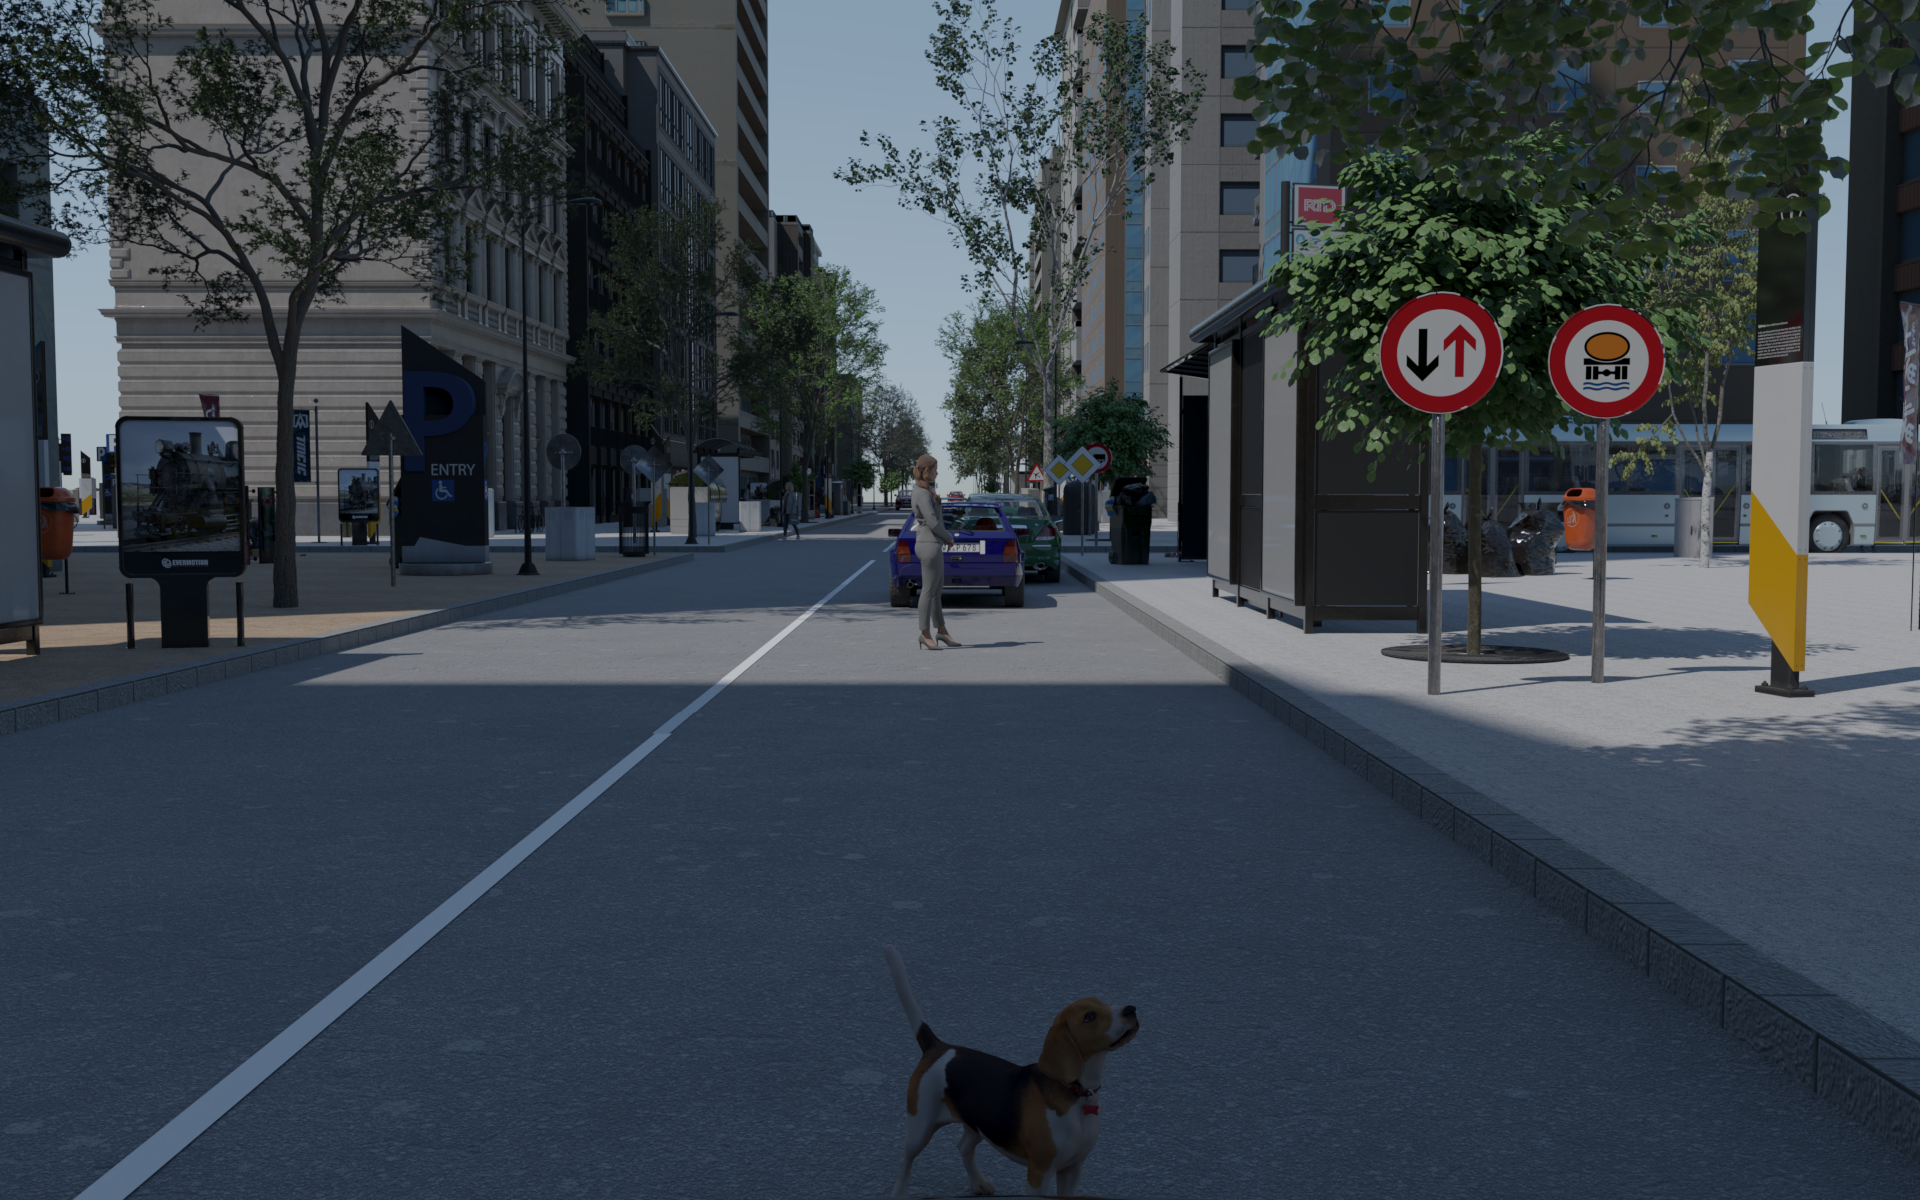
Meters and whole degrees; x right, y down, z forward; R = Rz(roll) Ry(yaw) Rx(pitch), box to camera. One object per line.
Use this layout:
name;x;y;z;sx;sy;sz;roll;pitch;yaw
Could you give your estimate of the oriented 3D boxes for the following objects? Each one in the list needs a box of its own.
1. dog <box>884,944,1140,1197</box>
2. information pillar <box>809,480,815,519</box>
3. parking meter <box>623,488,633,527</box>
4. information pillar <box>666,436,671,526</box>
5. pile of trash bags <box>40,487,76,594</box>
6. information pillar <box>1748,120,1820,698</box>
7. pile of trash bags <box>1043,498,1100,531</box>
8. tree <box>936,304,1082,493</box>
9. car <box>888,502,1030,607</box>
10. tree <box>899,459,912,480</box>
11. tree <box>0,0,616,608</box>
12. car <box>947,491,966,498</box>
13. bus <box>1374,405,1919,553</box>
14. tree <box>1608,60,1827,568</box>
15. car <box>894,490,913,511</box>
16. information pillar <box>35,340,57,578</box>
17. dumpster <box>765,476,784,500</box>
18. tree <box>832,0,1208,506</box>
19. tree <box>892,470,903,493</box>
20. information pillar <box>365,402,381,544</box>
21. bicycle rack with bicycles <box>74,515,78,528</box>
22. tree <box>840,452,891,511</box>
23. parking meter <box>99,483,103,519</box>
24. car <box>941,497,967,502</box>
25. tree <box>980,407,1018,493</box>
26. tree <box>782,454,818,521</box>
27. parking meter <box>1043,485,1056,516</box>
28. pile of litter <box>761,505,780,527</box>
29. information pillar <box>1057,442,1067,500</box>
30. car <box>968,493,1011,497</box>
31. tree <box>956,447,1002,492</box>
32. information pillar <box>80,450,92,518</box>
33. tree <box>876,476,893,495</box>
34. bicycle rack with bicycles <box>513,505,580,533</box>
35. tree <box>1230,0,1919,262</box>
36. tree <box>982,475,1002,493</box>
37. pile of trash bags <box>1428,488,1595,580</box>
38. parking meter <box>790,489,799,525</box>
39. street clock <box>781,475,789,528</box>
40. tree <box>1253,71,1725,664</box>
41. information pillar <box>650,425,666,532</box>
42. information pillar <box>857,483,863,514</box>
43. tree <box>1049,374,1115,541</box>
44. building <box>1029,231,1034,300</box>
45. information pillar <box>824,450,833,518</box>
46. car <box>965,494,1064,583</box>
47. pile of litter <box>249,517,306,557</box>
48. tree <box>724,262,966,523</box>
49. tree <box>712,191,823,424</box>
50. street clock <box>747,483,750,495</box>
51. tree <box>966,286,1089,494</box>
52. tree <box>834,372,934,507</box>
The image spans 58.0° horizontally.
dog;0.083;0.974;3.364;0.540;0.507;0.406;1;4;8
information pillar;-7.529;-5.101;87.896;0.304;2.012;0.304;0;4;-6
parking meter;-12.924;-3.609;67.411;0.372;1.533;0.369;0;3;0
information pillar;-11.861;-4.815;70.080;0.183;3.616;0.504;2;4;25
pile of trash bags;-12.877;-0.757;22.128;3.447;1.369;1.912;0;4;8
information pillar;5.255;-1.204;11.046;0.183;3.616;0.504;-1;4;-11
pile of trash bags;4.465;-3.107;60.550;3.447;1.369;1.912;0;4;4
tree;2.832;-11.480;104.708;9.611;12.733;9.660;0;3;0
car;-0.021;-0.655;23.290;1.945;1.354;3.894;0;4;1
tree;-8.389;-21.073;278.961;7.601;10.594;8.767;-2;4;-35
tree;-7.671;-5.172;18.981;8.767;10.594;7.601;0;4;-1
car;-0.470;-12.093;206.389;2.281;1.827;5.304;0;3;0
bus;16.261;-2.710;39.174;13.247;3.499;2.948;0;4;-2
tree;12.876;-4.873;30.034;4.737;8.622;4.395;0;3;0
car;-4.614;-8.763;151.946;2.281;1.827;5.304;0;4;0
information pillar;-14.187;-2.153;26.555;0.504;3.616;0.183;1;4;15
dumpster;-9.035;-5.203;87.570;1.502;2.255;1.985;0;4;0
tree;2.042;-12.781;64.866;12.611;20.169;13.585;0;3;0
tree;-8.651;-14.184;215.616;4.285;4.588;4.351;0;3;0
information pillar;-15.037;-3.243;44.370;0.183;3.616;0.504;1;4;14
bicycle rack with bicycles;-32.968;-2.896;60.736;2.925;0.926;2.852;0;4;3
tree;-7.682;-9.240;134.782;4.285;4.588;4.351;0;3;0
parking meter;-44.284;-5.128;89.550;0.255;1.863;0.399;0;4;2
car;-0.315;-2.620;55.420;1.945;1.354;3.894;0;3;0
tree;2.982;-11.300;135.114;4.360;8.622;3.978;0;3;0
tree;-7.904;-5.414;83.118;1.663;3.219;1.824;0;3;0
parking meter;2.640;-2.614;51.142;0.372;1.533;0.369;0;3;0
pile of litter;-7.554;-3.362;68.937;1.176;0.858;1.719;-2;4;-23
information pillar;4.510;-5.259;77.340;0.504;3.616;0.183;2;4;29
car;0.864;-2.378;47.679;1.959;1.807;4.718;0;4;-1
tree;3.047;-17.429;219.369;7.601;10.594;8.767;3;4;39
information pillar;-46.600;-6.177;92.345;0.504;3.616;0.183;-1;4;-19
tree;-7.398;-10.490;166.119;1.663;3.219;1.824;0;3;0
bicycle rack with bicycles;-13.690;-2.684;57.264;2.852;0.926;2.925;1;4;10
tree;4.008;-5.313;4.992;7.486;12.596;7.792;0;3;0
tree;3.739;-12.967;206.603;1.663;3.219;1.824;0;3;0
pile of trash bags;8.723;-1.062;27.122;1.912;1.369;3.447;-2;4;-24
parking meter;-6.973;-3.935;72.754;0.372;1.533;0.369;0;3;0
street clock;-6.532;-3.686;64.836;0.358;2.002;0.471;0;4;-7
tree;4.042;-1.833;13.681;4.285;4.588;4.351;0;3;0
information pillar;-10.238;-4.095;58.300;0.504;3.616;0.183;3;5;43
information pillar;-6.583;-6.685;113.785;0.304;2.012;0.304;1;4;11
tree;4.227;-3.906;47.570;4.285;4.588;4.351;0;3;0
building;17.627;-35.902;270.591;14.154;41.232;14.086;0;4;0
information pillar;-6.966;-6.128;91.549;0.183;3.616;0.504;2;4;35
car;0.727;-1.078;29.429;2.131;1.459;4.920;0;4;0
pile of litter;-14.276;-1.320;35.542;1.719;0.858;1.176;-1;4;-23
tree;-6.742;-9.231;76.687;9.928;11.665;9.643;0;3;0
tree;-7.755;-7.128;50.960;8.767;10.594;7.601;1;4;15
street clock;-13.368;-6.502;110.879;0.471;2.002;0.358;-3;5;-40
tree;2.765;-9.920;87.944;9.928;11.665;9.643;0;3;0
tree;-7.667;-16.178;174.885;12.009;13.543;11.850;0;3;0
